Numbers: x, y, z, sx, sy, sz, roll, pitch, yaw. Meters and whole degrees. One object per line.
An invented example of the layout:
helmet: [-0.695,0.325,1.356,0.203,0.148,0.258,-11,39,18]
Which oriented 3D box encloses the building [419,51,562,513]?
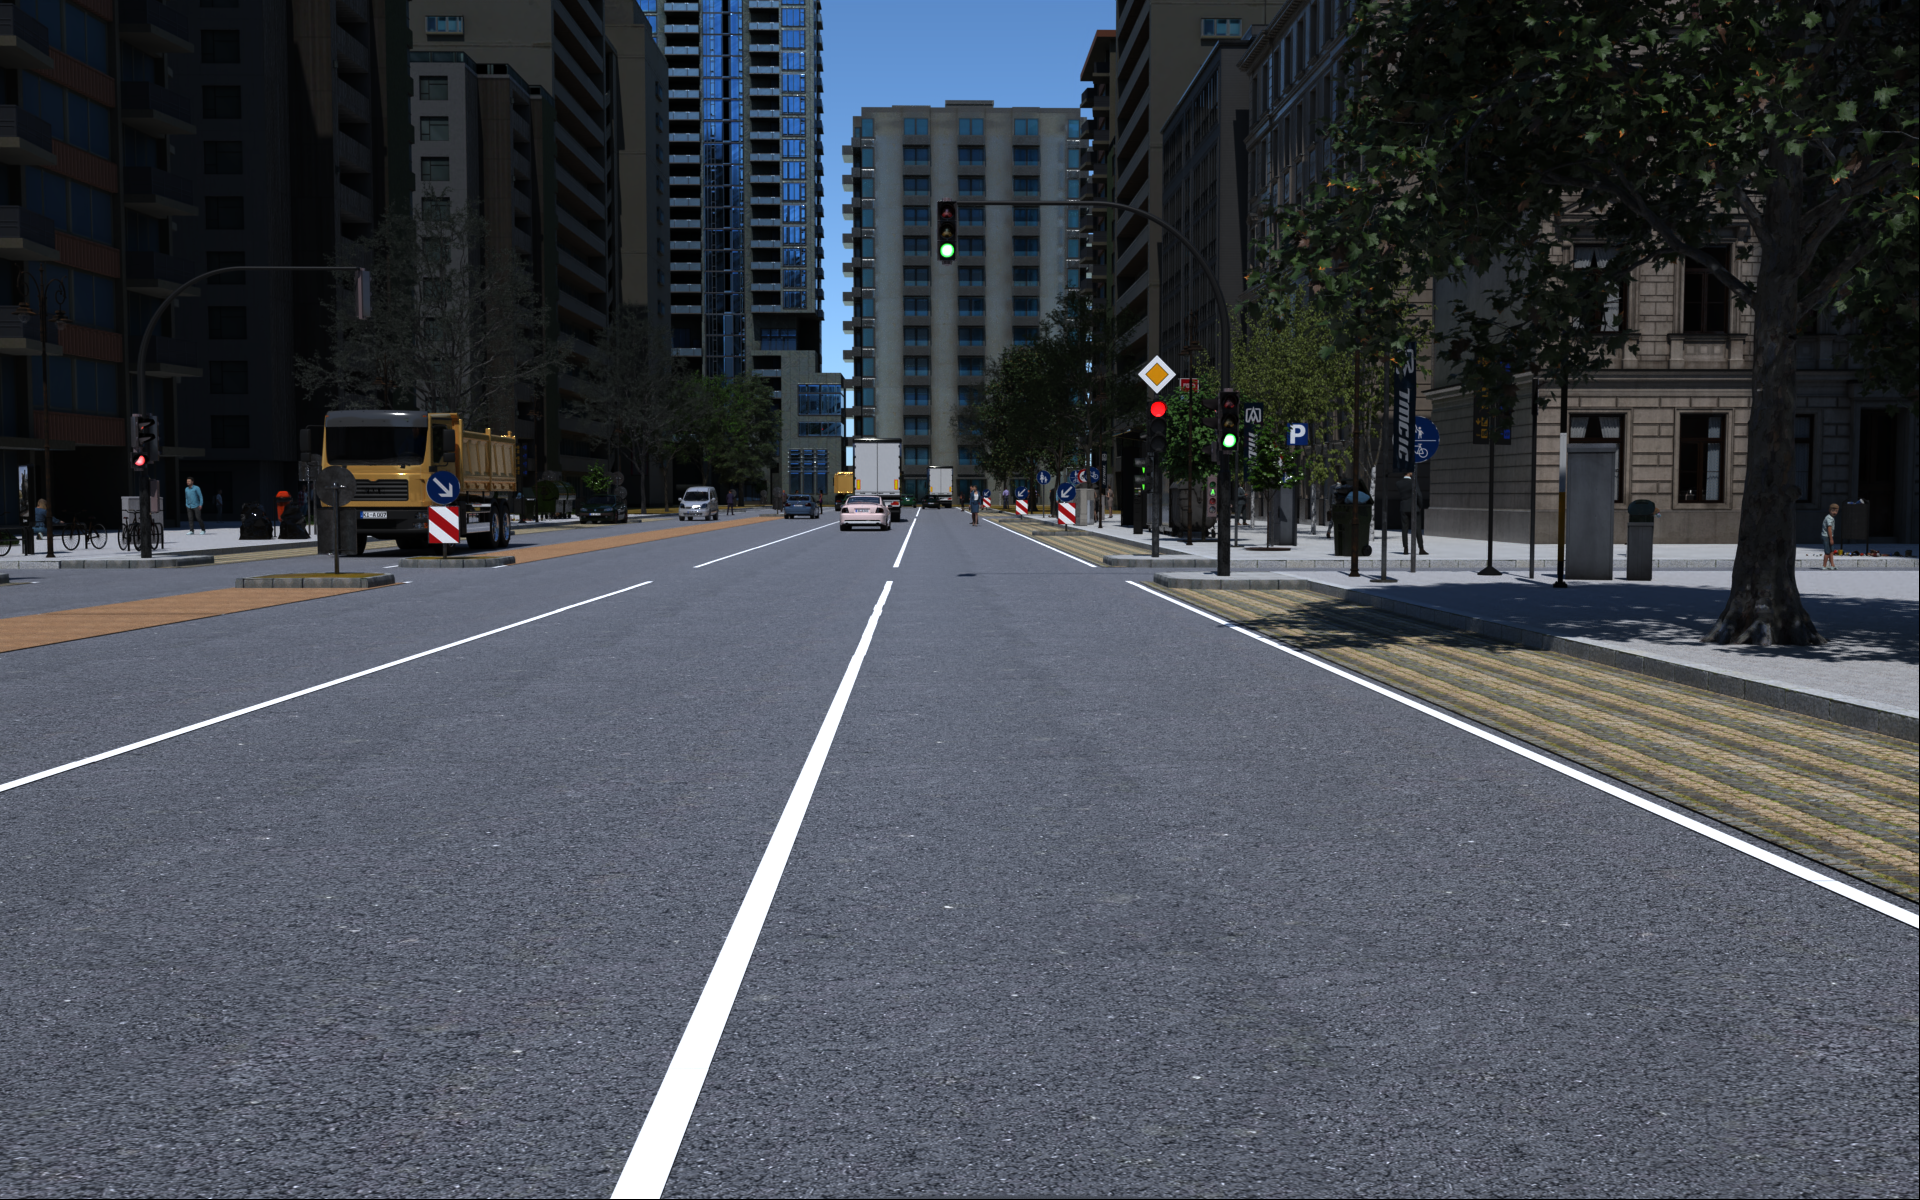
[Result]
building: [-35.522,-21.108,116.809,14.160,30.474,14.107,0,4,-1]

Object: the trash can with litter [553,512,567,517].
trash can with litter: [-21.819,-5.095,94.685,0.624,1.170,1.055,1,4,18]

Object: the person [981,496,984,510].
person: [1.900,-8.633,152.888,0.697,1.427,0.421,3,5,42]

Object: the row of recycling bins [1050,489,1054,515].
row of recycling bins: [6.228,-6.242,109.170,1.069,1.692,3.534,0,4,7]

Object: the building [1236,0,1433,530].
building: [20.096,-16.927,74.012,12.463,27.353,25.104,0,4,-1]

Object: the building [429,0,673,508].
building: [-39.980,-33.214,166.755,21.600,48.544,21.300,0,4,-1]

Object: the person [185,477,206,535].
person: [-24.207,-2.983,54.836,0.660,1.820,0.620,1,4,12]

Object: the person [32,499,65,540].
person: [-25.882,-2.276,48.752,1.012,1.151,0.738,1,4,11]

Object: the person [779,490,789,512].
person: [-14.104,-7.952,139.064,0.990,1.755,0.434,-1,4,-19]

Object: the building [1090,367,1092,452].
building: [23.404,-26.753,209.115,14.107,30.474,14.160,0,4,-1]

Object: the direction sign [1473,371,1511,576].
direction sign: [8.397,-2.162,27.346,0.876,3.537,0.379,-2,4,-33]

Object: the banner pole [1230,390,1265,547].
banner pole: [6.896,-3.162,41.710,0.863,3.779,0.401,1,4,17]

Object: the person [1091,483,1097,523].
person: [5.875,-4.340,77.335,0.599,1.781,0.374,-2,4,-27]

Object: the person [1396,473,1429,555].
person: [9.577,-1.916,36.729,0.648,1.900,0.474,3,5,40]

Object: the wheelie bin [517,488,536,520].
wheelie bin: [-21.211,-4.692,84.628,0.693,1.594,0.980,3,4,38]

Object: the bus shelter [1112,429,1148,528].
bus shelter: [6.957,-4.556,65.770,1.731,3.624,6.357,0,4,-1]

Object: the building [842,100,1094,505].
building: [1.021,-36.320,213.442,30.456,49.044,23.786,0,4,-1]

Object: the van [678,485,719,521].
van: [-14.176,-5.319,93.979,2.013,2.044,4.112,0,4,1]

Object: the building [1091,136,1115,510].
building: [18.853,-22.692,142.722,14.160,30.474,14.107,0,4,-1]

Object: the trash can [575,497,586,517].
trash can: [-21.660,-5.336,98.889,0.748,1.137,0.748,0,3,0]

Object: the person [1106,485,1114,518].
person: [7.975,-5.260,92.387,0.374,1.781,0.599,3,4,38]

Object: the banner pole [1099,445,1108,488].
banner pole: [7.315,-6.053,88.990,0.401,3.779,0.863,3,5,42]

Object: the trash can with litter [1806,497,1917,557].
trash can with litter: [18.802,-1.503,35.639,2.233,1.210,1.678,3,5,45]

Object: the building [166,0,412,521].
building: [-36.313,-19.271,86.785,14.160,30.474,14.107,0,4,-1]

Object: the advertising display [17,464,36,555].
advertising display: [-19.900,-1.940,36.935,0.123,1.923,0.974,-3,5,-40]

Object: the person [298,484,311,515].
person: [-28.440,-4.165,74.970,0.643,1.720,0.563,2,4,26]

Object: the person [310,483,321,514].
person: [-28.556,-4.283,76.469,0.661,1.777,0.834,-1,4,-8]

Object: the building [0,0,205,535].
building: [-39.478,-24.601,56.848,22.147,44.769,28.867,0,4,-1]

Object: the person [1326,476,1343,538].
person: [10.980,-2.705,50.394,0.709,1.813,0.853,3,4,36]

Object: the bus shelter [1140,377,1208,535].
bus shelter: [7.214,-4.866,57.190,2.179,5.291,8.768,0,4,-1]

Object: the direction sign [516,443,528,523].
direction sign: [-19.428,-5.186,76.787,0.876,3.537,0.379,3,5,41]

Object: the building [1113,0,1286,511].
building: [22.849,-30.579,123.671,21.300,48.544,21.600,0,4,-1]

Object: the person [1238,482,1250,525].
person: [11.653,-3.977,71.250,0.590,1.801,0.661,2,4,34]

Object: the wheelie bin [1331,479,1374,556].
wheelie bin: [8.099,-1.703,35.760,0.693,1.594,0.980,-2,4,-30]

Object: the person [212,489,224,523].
person: [-32.918,-4.180,76.983,0.503,1.515,0.523,3,5,43]

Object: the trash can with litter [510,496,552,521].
trash can with litter: [-20.593,-4.367,82.461,2.233,1.210,1.678,-1,4,-9]

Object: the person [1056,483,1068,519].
person: [5.228,-5.099,89.278,0.638,1.841,0.748,0,4,-7]

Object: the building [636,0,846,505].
building: [-29.679,-54.917,210.565,31.000,86.520,22.319,0,4,-1]

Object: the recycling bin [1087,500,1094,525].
recycling bin: [5.160,-3.658,72.370,0.722,1.027,0.722,1,4,18]

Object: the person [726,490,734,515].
person: [-15.544,-6.598,117.299,0.541,1.710,0.530,1,4,14]

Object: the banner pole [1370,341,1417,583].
banner pole: [6.282,-2.136,24.939,0.401,3.779,0.863,-2,4,-26]

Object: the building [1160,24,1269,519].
building: [19.908,-18.655,98.512,14.314,27.812,24.014,0,4,-1]

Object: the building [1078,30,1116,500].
building: [22.821,-31.143,163.816,22.147,44.769,28.867,0,4,-1]

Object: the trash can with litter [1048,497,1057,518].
trash can with litter: [5.391,-5.122,94.806,1.678,1.210,2.233,0,4,-1]

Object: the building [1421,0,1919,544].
building: [23.543,-11.252,48.595,19.286,19.102,10.561,0,4,-1]

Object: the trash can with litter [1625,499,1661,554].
trash can with litter: [14.032,-1.482,35.619,0.624,1.170,1.055,2,4,27]

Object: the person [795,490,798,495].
person: [-11.627,-7.045,124.408,0.721,1.735,1.217,1,4,9]
